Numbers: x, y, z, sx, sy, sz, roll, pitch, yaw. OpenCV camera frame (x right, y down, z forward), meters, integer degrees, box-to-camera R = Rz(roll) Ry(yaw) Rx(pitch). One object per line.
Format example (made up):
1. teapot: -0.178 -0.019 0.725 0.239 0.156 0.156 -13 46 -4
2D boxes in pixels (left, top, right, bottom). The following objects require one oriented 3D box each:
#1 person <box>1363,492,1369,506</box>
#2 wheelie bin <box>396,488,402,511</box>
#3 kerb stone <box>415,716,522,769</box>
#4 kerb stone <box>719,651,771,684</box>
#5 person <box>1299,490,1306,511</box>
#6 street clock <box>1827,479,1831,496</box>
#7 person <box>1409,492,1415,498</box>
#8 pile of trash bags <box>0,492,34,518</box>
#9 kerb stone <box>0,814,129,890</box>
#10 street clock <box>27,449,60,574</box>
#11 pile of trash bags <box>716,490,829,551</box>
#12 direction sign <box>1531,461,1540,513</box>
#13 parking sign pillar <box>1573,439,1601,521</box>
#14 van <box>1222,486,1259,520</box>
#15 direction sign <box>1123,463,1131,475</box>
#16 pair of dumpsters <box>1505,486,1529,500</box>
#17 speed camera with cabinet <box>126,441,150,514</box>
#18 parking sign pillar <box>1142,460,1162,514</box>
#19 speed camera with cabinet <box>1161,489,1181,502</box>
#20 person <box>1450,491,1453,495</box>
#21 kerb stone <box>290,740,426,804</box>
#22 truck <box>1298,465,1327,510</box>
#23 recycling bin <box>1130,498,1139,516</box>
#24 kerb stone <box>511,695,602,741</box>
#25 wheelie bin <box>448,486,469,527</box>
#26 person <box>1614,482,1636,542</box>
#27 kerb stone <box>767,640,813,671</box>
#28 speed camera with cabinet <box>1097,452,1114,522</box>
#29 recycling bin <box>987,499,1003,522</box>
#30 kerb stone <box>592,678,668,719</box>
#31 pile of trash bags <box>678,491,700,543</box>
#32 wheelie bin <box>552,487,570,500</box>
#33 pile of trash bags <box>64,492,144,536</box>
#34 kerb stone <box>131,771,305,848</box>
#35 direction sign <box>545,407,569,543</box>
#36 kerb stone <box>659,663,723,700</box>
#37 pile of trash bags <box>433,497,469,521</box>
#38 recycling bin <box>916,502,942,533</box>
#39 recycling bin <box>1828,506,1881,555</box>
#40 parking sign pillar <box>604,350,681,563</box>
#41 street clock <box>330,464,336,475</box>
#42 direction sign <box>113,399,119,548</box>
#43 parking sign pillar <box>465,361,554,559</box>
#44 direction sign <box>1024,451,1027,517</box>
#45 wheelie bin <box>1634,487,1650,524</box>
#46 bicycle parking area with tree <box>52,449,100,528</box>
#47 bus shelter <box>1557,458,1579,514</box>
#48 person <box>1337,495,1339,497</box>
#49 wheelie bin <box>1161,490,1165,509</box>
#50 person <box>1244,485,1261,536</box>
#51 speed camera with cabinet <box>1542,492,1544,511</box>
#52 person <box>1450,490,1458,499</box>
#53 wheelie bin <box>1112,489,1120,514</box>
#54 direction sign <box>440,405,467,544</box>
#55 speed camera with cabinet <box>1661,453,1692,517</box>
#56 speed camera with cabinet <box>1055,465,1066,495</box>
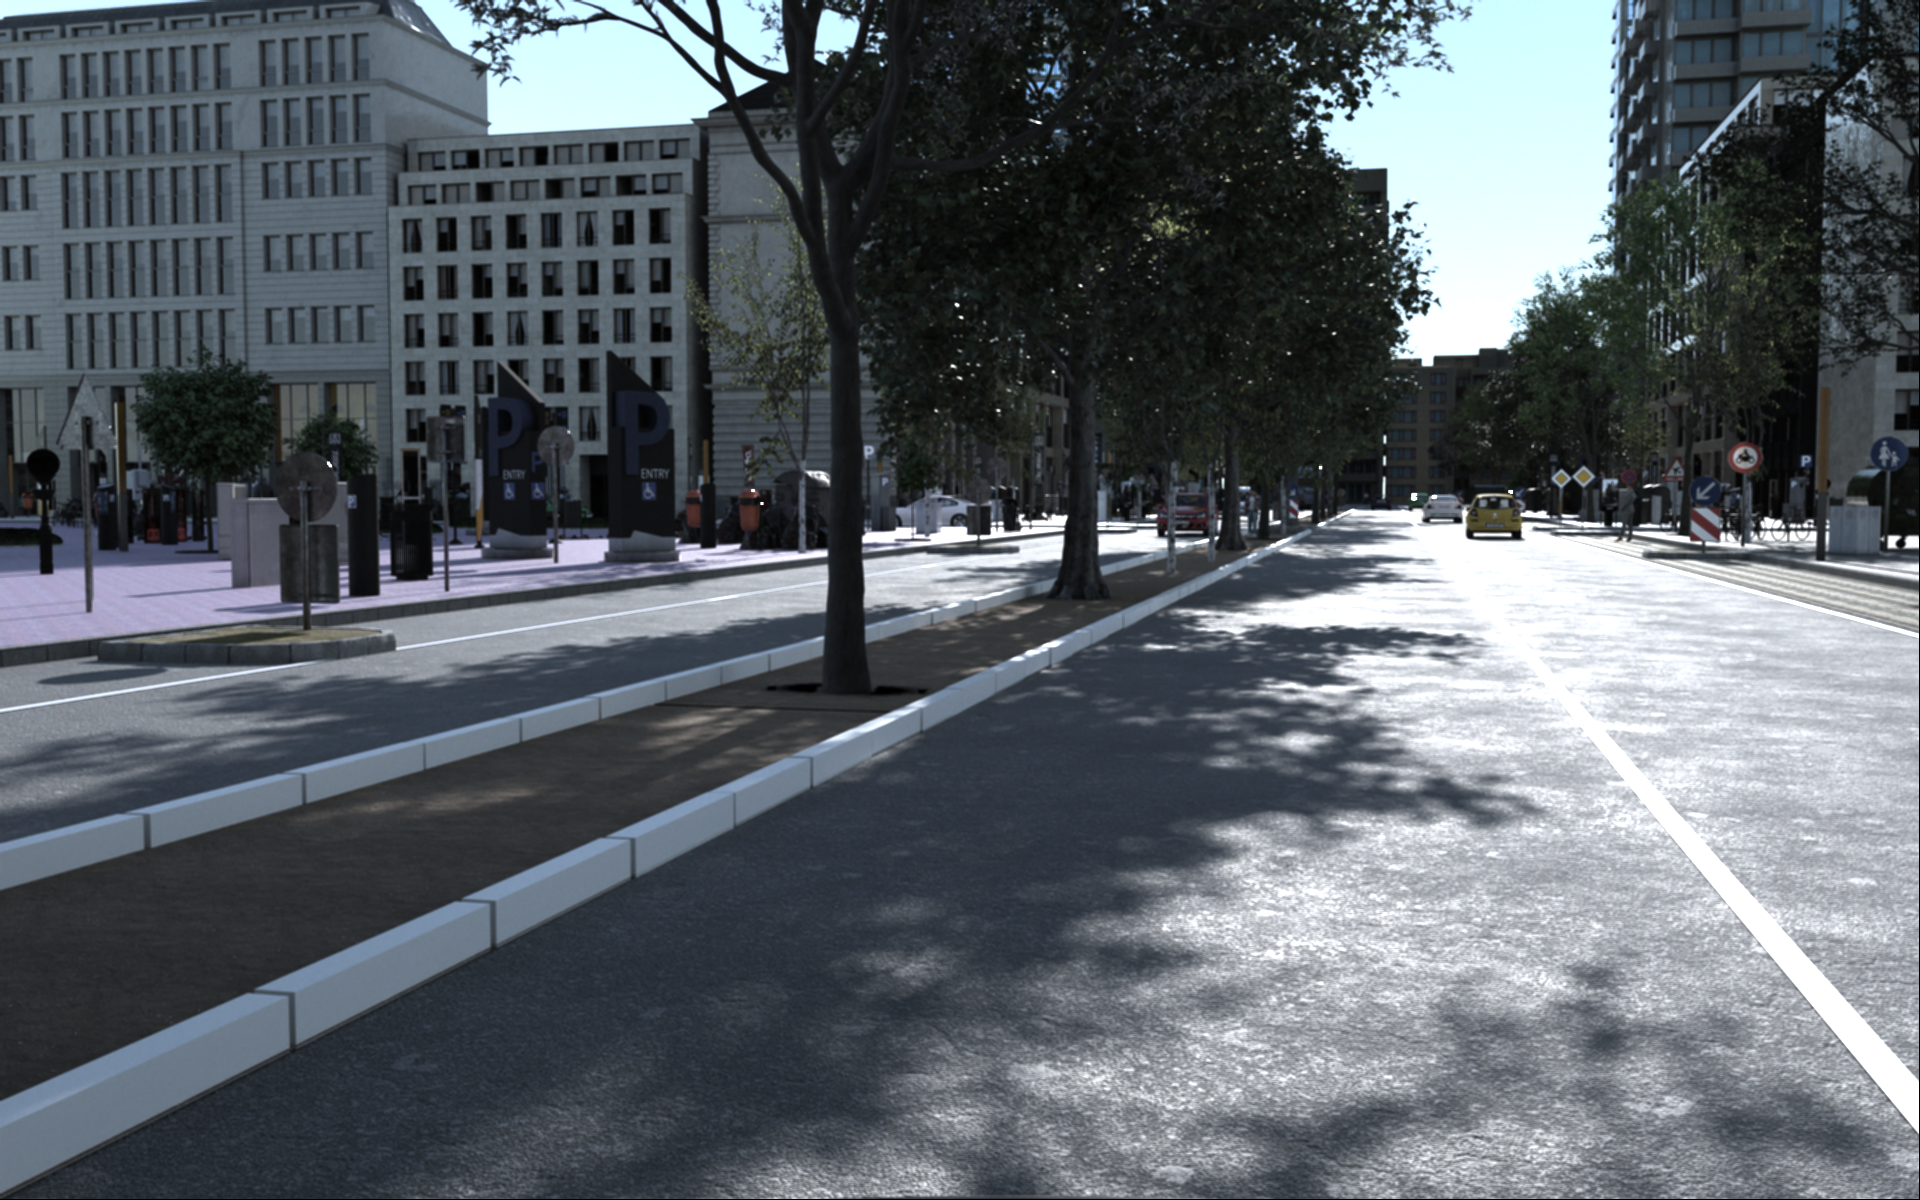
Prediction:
1. person: 50.822 -12.688 216.879 0.436 1.711 0.756 -2 4 -31
2. wheelie bin: -25.613 -4.418 80.150 0.693 1.594 0.980 1 4 15
3. kerb stone: -2.701 0.783 9.449 0.120 0.150 1.000 1 4 14
4. kerb stone: -1.716 0.536 13.435 0.120 0.150 1.000 1 4 14
5. person: 28.336 -8.236 143.338 0.592 1.802 0.473 -1 4 -9
6. street clock: 40.274 -4.655 80.675 0.471 2.002 0.358 2 4 29
7. person: 54.294 -12.122 207.421 0.721 1.735 1.217 -3 4 -36
8. pile of trash bags: -52.121 -5.146 93.896 3.447 1.369 1.912 -2 4 -32
9. kerb stone: -3.446 0.965 6.465 0.120 0.150 1.000 1 4 14
10. street clock: -14.692 -1.421 27.805 0.471 2.002 0.358 -2 4 -27
11. pile of trash bags: -4.275 -1.865 40.243 1.912 1.369 3.447 1 4 17
12. direction sign: 39.230 -7.709 118.036 0.379 3.537 0.876 -1 4 -19
13. parking sign pillar: 30.487 -5.834 83.864 1.447 3.967 1.447 0 4 -8
14. van: 15.218 -5.297 93.624 2.013 2.044 4.112 1 4 14
15. direction sign: 12.081 -8.107 124.541 0.876 3.537 0.379 2 4 35
16. pair of dumpsters: 43.928 -8.205 136.638 1.574 2.255 4.437 1 4 14
17. speed camera with cabinet: -30.218 -4.317 64.926 0.660 3.252 2.038 2 4 29
18. parking sign pillar: 12.110 -7.425 109.869 1.447 3.967 1.447 0 4 -6
19. speed camera with cabinet: 14.197 -7.655 119.498 2.038 3.252 0.660 2 4 24
20. person: 54.488 -11.175 191.884 0.621 1.740 0.551 0 4 -1
21. kerb stone: -2.943 0.840 8.456 0.120 0.150 1.000 1 4 14
22. truck: 33.777 -10.803 166.386 2.967 4.110 18.799 1 4 12
23. recycling bin: 10.430 -5.444 101.558 0.722 1.027 0.722 -2 4 -26
24. kerb stone: -2.455 0.724 10.451 0.120 0.150 1.000 1 4 14
25. wheelie bin: -19.729 -3.679 68.068 0.980 1.594 0.693 1 4 20
26. person: 19.887 -2.631 51.790 0.573 1.790 0.520 1 4 22
27. kerb stone: -1.463 0.476 14.426 0.120 0.150 1.000 1 4 14
28. speed camera with cabinet: 6.719 -5.268 80.474 0.660 3.252 2.038 1 4 16
29. recycling bin: 1.658 -4.192 81.099 0.722 1.027 0.722 2 4 29
30. kerb stone: -2.206 0.658 11.444 0.120 0.150 1.000 1 4 14
31. pile of trash bags: -6.463 -2.165 45.145 1.912 1.369 3.447 1 4 9
32. wheelie bin: -18.454 -4.420 80.182 0.693 1.594 0.980 3 4 36
33. pile of trash bags: -25.732 -2.672 53.433 1.912 1.369 3.447 0 4 -1
34. kerb stone: -3.190 0.903 7.457 0.120 0.150 1.000 1 4 14
35. direction sign: -10.573 -3.250 45.133 0.876 3.537 0.379 1 4 21
36. kerb stone: -1.961 0.597 12.437 0.120 0.150 1.000 1 4 14
37. pile of trash bags: -23.819 -4.455 82.585 3.447 1.369 1.912 0 4 8
38. recycling bin: -1.026 -2.705 56.773 0.722 1.027 0.722 1 4 13
39. recycling bin: 18.941 -1.475 36.669 0.722 1.027 0.722 -1 4 -20
40. parking sign pillar: -6.072 -2.725 33.023 1.447 3.967 1.447 3 5 40
41. street clock: -15.062 -2.242 41.232 0.471 2.002 0.358 3 5 42
42. direction sign: -20.205 -3.027 41.493 0.379 3.537 0.876 -2 4 -28
43. parking sign pillar: -8.905 -2.833 34.797 1.447 3.967 1.447 3 4 37
44. direction sign: 3.485 -6.093 91.612 0.379 3.537 0.876 0 4 -4
45. wheelie bin: 29.216 -4.079 74.606 0.980 1.594 0.693 -3 4 -36
46. bicycle parking area with tree: -36.092 -4.875 66.715 8.231 4.147 9.016 -1 4 -18
47. bus shelter: 39.056 -7.355 111.539 1.731 3.624 6.357 1 4 14
48. person: 47.315 -12.735 216.585 0.709 1.838 0.599 3 4 37
49. wheelie bin: 16.006 -7.901 137.089 0.693 1.594 0.980 -2 4 -25
50. person: 9.895 -3.007 58.496 0.563 1.720 0.643 2 4 24
51. speed camera with cabinet: 45.905 -8.558 134.264 2.038 3.252 0.660 1 4 23
52. person: 47.164 -9.609 165.591 1.348 1.826 0.705 -2 4 -27
53. wheelie bin: 9.704 -6.272 110.461 0.693 1.594 0.980 0 4 6
54. direction sign: -12.914 -3.194 44.227 0.379 3.537 0.876 2 4 27
55. speed camera with cabinet: 34.446 -5.438 83.251 0.660 3.252 2.038 0 4 -5
56. speed camera with cabinet: 6.842 -7.528 117.415 0.660 3.252 2.038 0 4 -4
